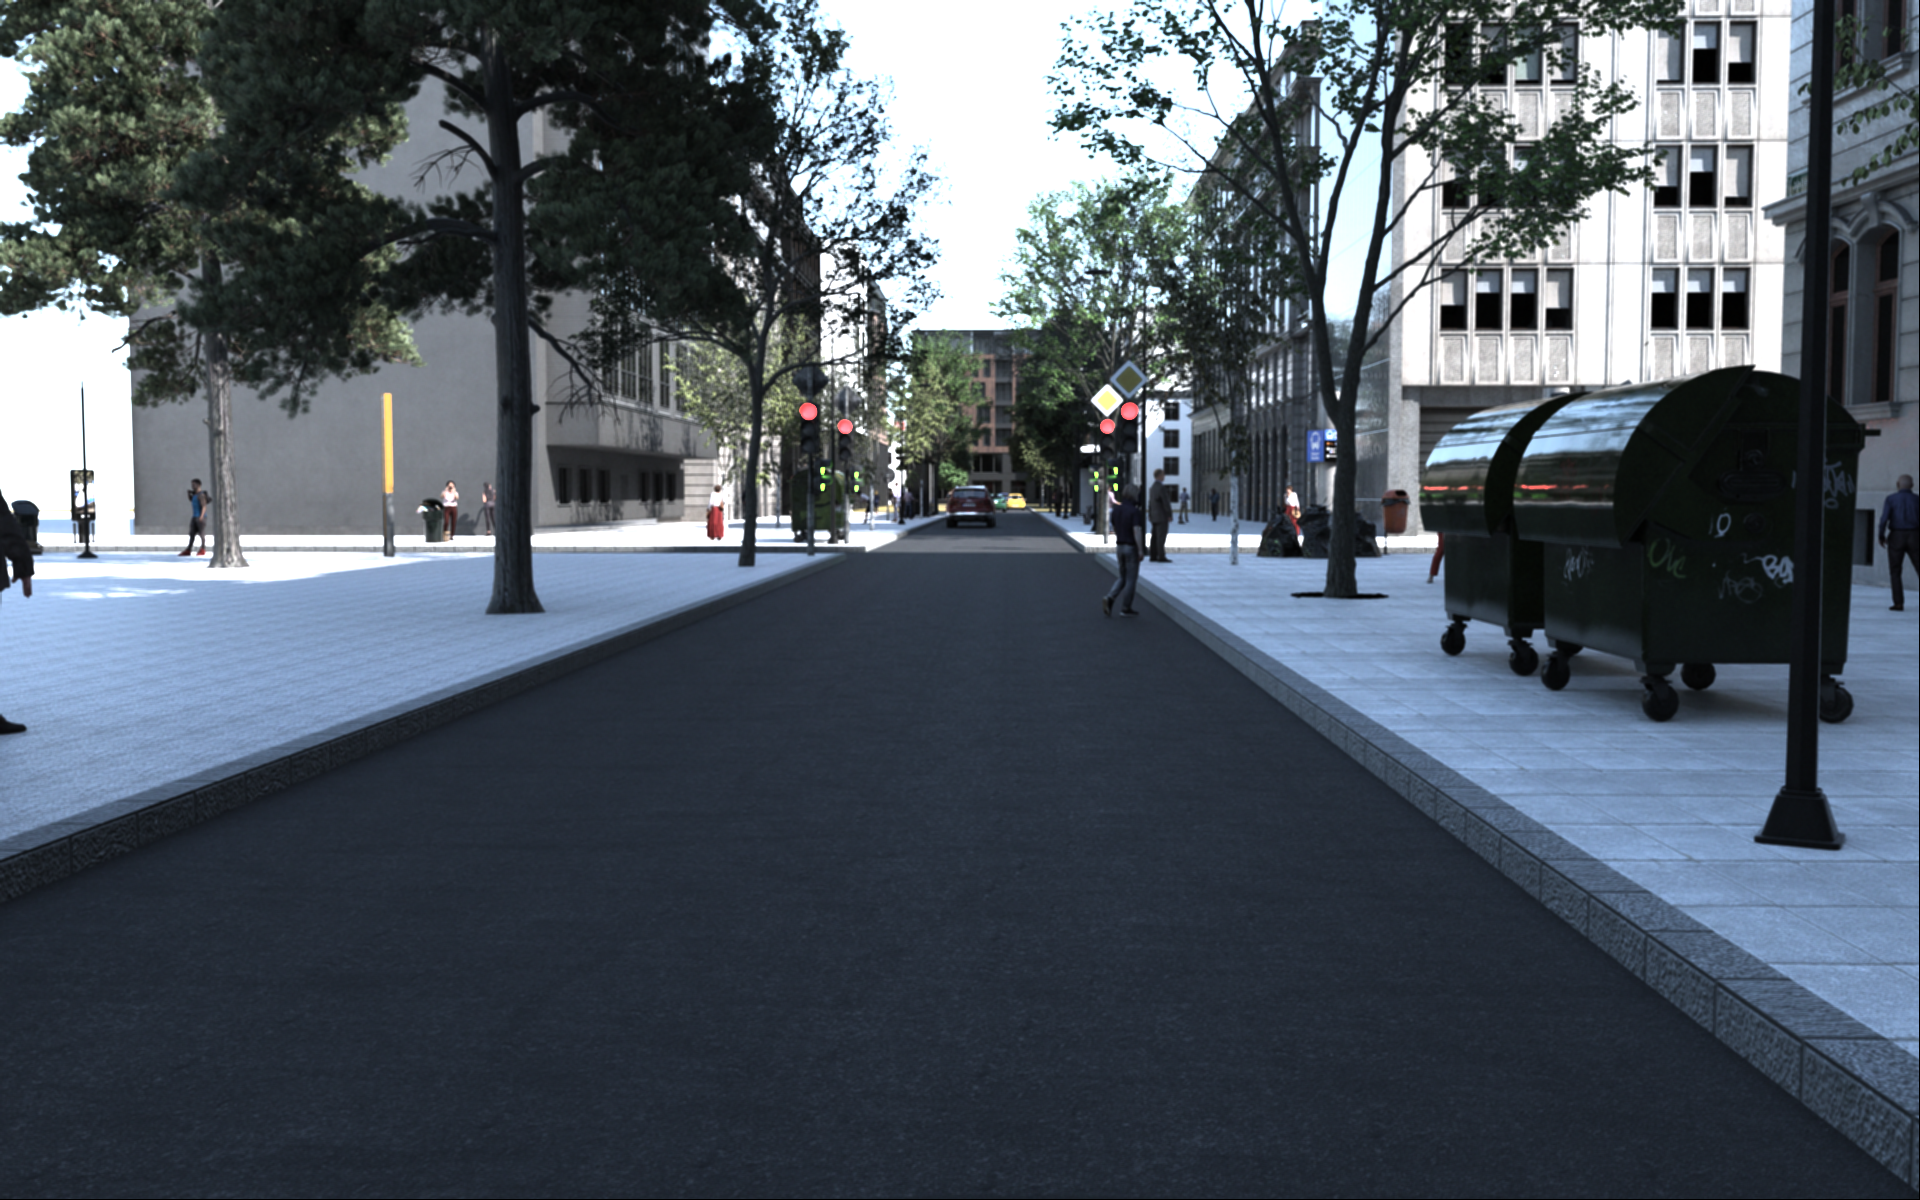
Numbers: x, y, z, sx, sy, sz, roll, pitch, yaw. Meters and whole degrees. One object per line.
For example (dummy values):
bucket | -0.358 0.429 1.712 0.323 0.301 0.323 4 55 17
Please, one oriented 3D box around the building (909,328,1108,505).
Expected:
building | 10.362 -23.298 224.900 32.646 21.610 27.936 0 4 2

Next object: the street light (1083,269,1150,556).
street light | 3.274 -3.874 35.875 1.470 5.913 1.316 0 4 2

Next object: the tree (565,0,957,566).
tree | -3.460 -5.872 30.424 7.601 10.594 8.767 1 4 9

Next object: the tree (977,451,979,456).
tree | 0.059 -13.647 173.490 4.737 8.622 4.395 0 3 0

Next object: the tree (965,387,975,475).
tree | -1.793 -12.533 126.973 6.751 12.117 7.091 0 3 0

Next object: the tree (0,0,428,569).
tree | -12.943 -7.463 29.442 7.806 13.903 7.818 0 3 0

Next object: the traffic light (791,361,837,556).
traffic light | -3.093 -2.863 36.053 0.839 4.213 0.868 0 4 2

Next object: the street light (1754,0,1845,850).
street light | 2.569 -2.062 6.256 1.470 5.913 1.316 0 4 2

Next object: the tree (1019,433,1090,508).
tree | 7.374 -10.556 122.947 4.737 8.622 4.395 0 3 0

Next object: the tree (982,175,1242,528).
tree | 5.966 -9.522 66.061 12.009 13.543 11.850 0 3 0

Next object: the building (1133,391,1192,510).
building | 19.509 -12.135 140.548 9.099 9.664 28.070 0 4 2

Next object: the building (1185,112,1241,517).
building | 22.656 -16.535 103.624 16.112 22.955 30.059 0 4 2

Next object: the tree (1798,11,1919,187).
tree | 8.756 -3.820 12.812 4.737 8.622 4.395 0 3 0

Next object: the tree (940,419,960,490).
tree | -2.154 -10.196 117.063 4.360 8.622 3.978 0 3 0

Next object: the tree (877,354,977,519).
tree | -2.248 -8.562 90.356 4.737 8.622 4.395 0 3 0

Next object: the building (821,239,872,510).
building | -22.452 -17.888 136.443 27.936 21.610 32.646 0 4 2

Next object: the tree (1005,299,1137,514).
tree | 7.712 -12.508 111.931 7.806 13.903 7.818 0 3 0

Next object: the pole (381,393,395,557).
pole | -11.644 -2.531 35.223 0.158 3.312 0.155 0 3 0

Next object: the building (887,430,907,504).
building | -20.257 -16.777 216.451 28.070 9.664 9.099 0 4 2

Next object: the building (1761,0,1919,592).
building | 18.639 -13.936 15.248 14.401 28.519 23.554 0 4 2

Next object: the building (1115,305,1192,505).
building | 24.503 -18.582 170.279 16.747 18.905 31.486 0 4 2

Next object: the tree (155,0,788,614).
tree | -4.788 -5.888 18.321 6.751 12.117 7.091 0 3 0

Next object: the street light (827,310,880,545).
street light | -2.689 -4.366 43.920 1.470 5.913 1.316 0 4 2

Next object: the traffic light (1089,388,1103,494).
traffic light | 3.692 -3.341 43.866 0.839 4.213 0.868 0 4 2

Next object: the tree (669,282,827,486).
tree | -6.866 -6.407 55.122 4.360 8.622 3.978 0 3 0

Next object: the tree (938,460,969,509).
tree | -0.695 -10.266 151.565 4.285 4.588 4.351 0 3 0

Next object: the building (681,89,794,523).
building | -16.536 -15.090 88.519 13.314 21.916 24.055 0 4 2

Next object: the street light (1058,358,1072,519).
street light | 4.102 -5.308 59.330 1.470 5.913 1.316 0 4 2

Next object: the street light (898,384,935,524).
street light | -1.935 -6.160 73.255 1.470 5.913 1.316 0 4 2

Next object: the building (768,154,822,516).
building | -15.720 -17.086 109.031 12.332 23.373 15.834 0 4 2

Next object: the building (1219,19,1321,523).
building | 19.475 -14.356 76.522 13.314 21.916 24.055 0 4 2

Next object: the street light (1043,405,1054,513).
street light | 4.908 -7.145 89.362 1.470 5.913 1.316 0 4 2

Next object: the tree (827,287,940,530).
tree | -3.338 -6.760 60.884 4.360 8.622 3.978 0 3 0

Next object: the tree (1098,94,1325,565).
tree | 4.756 -4.944 31.198 4.360 8.622 3.978 0 3 0

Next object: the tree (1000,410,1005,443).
tree | 8.295 -15.974 168.601 7.806 13.903 7.818 0 3 0

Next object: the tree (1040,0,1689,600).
tree | 4.627 -5.826 21.012 9.928 11.665 9.643 0 3 0

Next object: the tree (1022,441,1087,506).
tree | 9.548 -15.984 179.472 7.486 12.596 7.792 0 3 0

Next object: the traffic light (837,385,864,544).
traffic light | -2.867 -3.351 44.035 0.839 4.213 0.868 0 4 2

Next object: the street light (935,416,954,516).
street light | -1.048 -7.968 102.812 1.470 5.913 1.316 0 4 2

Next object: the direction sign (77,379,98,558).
direction sign | -17.522 -2.610 34.674 0.379 3.537 0.876 -2 4 -28

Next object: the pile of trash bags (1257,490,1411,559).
pile of trash bags | 7.920 -1.588 35.709 3.447 1.369 1.912 -2 4 -31

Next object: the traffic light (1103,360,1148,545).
traffic light | 3.466 -2.853 35.884 0.839 4.213 0.868 0 4 2

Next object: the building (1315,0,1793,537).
building | 22.709 -14.563 56.120 19.932 24.808 12.078 0 4 2

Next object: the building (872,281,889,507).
building | -24.131 -20.180 173.919 32.646 21.610 27.936 0 4 2

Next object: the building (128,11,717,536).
building | -17.975 -16.541 63.950 14.314 27.812 24.014 0 4 2
